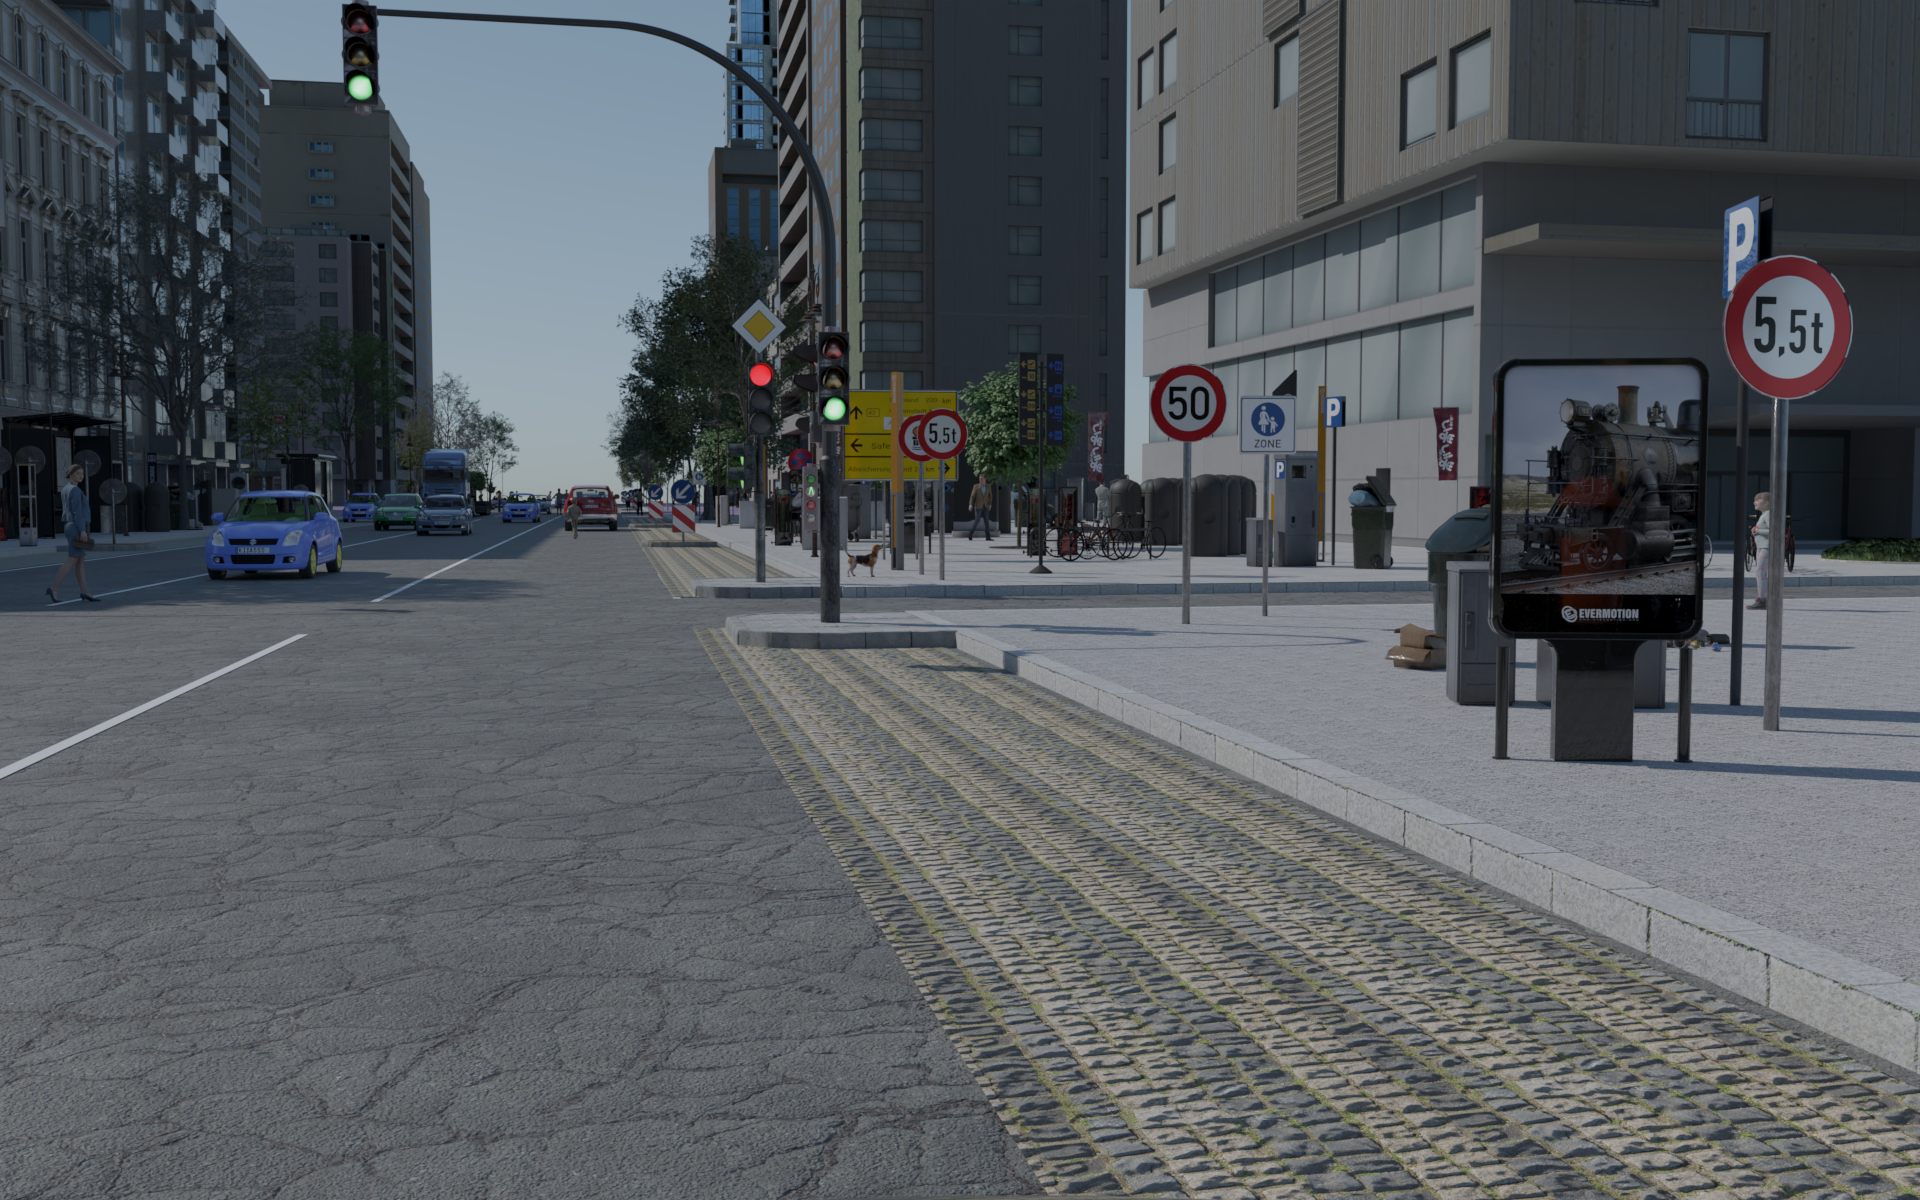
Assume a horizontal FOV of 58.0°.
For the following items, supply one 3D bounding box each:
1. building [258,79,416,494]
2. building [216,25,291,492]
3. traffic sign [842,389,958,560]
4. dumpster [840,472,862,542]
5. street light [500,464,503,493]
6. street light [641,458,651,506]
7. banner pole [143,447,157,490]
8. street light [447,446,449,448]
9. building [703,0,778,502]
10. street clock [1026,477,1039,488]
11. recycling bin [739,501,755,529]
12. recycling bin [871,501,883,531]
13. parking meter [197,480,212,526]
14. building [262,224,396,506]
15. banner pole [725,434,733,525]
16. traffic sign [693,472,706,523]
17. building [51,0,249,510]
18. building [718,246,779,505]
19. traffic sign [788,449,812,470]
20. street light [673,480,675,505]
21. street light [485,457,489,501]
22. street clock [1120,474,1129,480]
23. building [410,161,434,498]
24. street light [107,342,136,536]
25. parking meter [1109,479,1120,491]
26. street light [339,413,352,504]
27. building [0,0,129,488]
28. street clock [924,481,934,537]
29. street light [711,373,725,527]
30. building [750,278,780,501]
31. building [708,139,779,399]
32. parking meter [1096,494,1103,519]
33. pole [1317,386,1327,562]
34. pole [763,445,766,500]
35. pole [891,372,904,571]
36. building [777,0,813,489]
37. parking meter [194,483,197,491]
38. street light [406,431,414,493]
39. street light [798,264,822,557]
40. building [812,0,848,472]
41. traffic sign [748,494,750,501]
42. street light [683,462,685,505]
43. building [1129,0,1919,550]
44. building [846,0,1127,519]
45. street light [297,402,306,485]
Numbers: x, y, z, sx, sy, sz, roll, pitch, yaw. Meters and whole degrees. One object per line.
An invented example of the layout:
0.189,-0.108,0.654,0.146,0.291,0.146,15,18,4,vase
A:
-77.624,-35.672,206.933,21.300,48.544,21.600,-1,4,-11,building
-67.238,-26.907,131.811,32.217,40.220,23.993,-1,4,-11,building
-1.161,-2.440,33.772,2.265,3.308,0.079,0,4,-8,traffic sign
-3.344,-2.515,46.875,1.264,1.857,1.865,-1,4,-11,dumpster
-63.633,-16.402,240.957,0.468,5.910,1.993,-1,4,-11,street light
-34.908,-13.452,192.735,0.468,5.910,1.993,-1,4,-11,street light
-43.075,-6.240,92.035,0.863,3.779,0.401,0,4,-7,banner pole
-46.875,-11.369,158.673,0.468,5.910,1.993,-1,4,-11,street light
-24.148,-56.845,242.090,22.319,86.520,31.000,-1,4,-11,building
2.998,-4.102,71.638,0.471,2.002,0.358,1,4,12,street clock
-7.785,-3.172,64.413,0.722,1.027,0.722,0,4,5,recycling bin
-3.119,-2.955,60.875,0.722,1.027,0.722,-1,4,-16,recycling bin
-30.365,-3.917,69.750,0.399,1.863,0.255,1,4,11,parking meter
-70.251,-25.572,189.808,14.160,30.474,14.107,-1,4,-11,building
-9.670,-5.016,72.029,0.401,3.779,0.863,-1,4,-9,banner pole
-11.594,-4.584,77.086,0.606,2.300,0.079,-1,4,-9,traffic sign
-58.125,-29.713,105.419,23.786,49.044,30.456,-1,4,-11,building
-21.898,-26.559,205.948,14.160,30.474,14.107,-1,4,-11,building
-4.445,-2.962,48.533,0.768,2.556,0.104,-1,4,-11,traffic sign
-18.279,-8.425,110.539,0.468,5.910,1.993,-1,4,-11,street light
-57.345,-14.515,210.104,0.468,5.910,1.993,-1,4,-11,street light
6.084,-3.632,63.951,0.358,2.002,0.471,1,4,21,street clock
-77.471,-35.222,225.982,14.600,45.320,14.200,-1,4,-11,building
-25.454,-4.888,52.704,0.468,5.910,1.993,-1,4,-11,street light
5.947,-3.716,66.473,0.399,1.863,0.255,-2,4,-32,parking meter
-34.396,-7.600,97.040,0.468,5.910,1.993,-1,4,-11,street light
-46.009,-17.720,66.138,17.030,29.872,44.131,-1,4,-11,building
-1.022,-2.918,52.273,0.471,2.002,0.358,1,4,16,street clock
-9.283,-5.732,66.504,0.468,5.910,1.993,-1,4,-11,street light
-3.949,-18.970,155.203,27.650,21.520,28.899,-1,4,-11,building
-24.385,-34.828,219.541,14.600,45.320,14.200,-1,4,-11,building
7.153,-4.900,88.529,0.372,1.533,0.369,0,3,0,parking meter
6.841,-2.380,32.759,0.158,3.312,0.155,0,3,0,pole
-8.144,-4.767,71.791,0.158,3.312,0.155,0,3,0,pole
-1.050,-2.154,29.055,0.158,3.312,0.155,0,3,0,pole
-1.866,-30.910,129.084,21.300,48.544,21.600,-1,4,-11,building
-41.037,-5.352,93.215,0.399,1.863,0.255,3,5,43,parking meter
-40.615,-9.491,127.971,0.468,5.910,1.993,-1,4,-11,street light
-2.949,-3.804,34.989,0.468,5.910,1.993,-1,4,-11,street light
-1.695,-28.153,110.407,14.600,45.320,14.200,-1,4,-11,building
-7.980,-4.004,65.466,0.884,2.594,0.081,-1,4,-8,traffic sign
-15.711,-7.678,98.317,0.468,5.910,1.993,-1,4,-11,street light
21.409,-28.216,50.577,27.495,52.752,28.713,-1,4,-11,building
0.584,-25.153,94.851,14.154,41.232,14.086,-1,4,-11,building
-31.621,-6.767,83.424,0.468,5.910,1.993,-1,4,-11,street light
